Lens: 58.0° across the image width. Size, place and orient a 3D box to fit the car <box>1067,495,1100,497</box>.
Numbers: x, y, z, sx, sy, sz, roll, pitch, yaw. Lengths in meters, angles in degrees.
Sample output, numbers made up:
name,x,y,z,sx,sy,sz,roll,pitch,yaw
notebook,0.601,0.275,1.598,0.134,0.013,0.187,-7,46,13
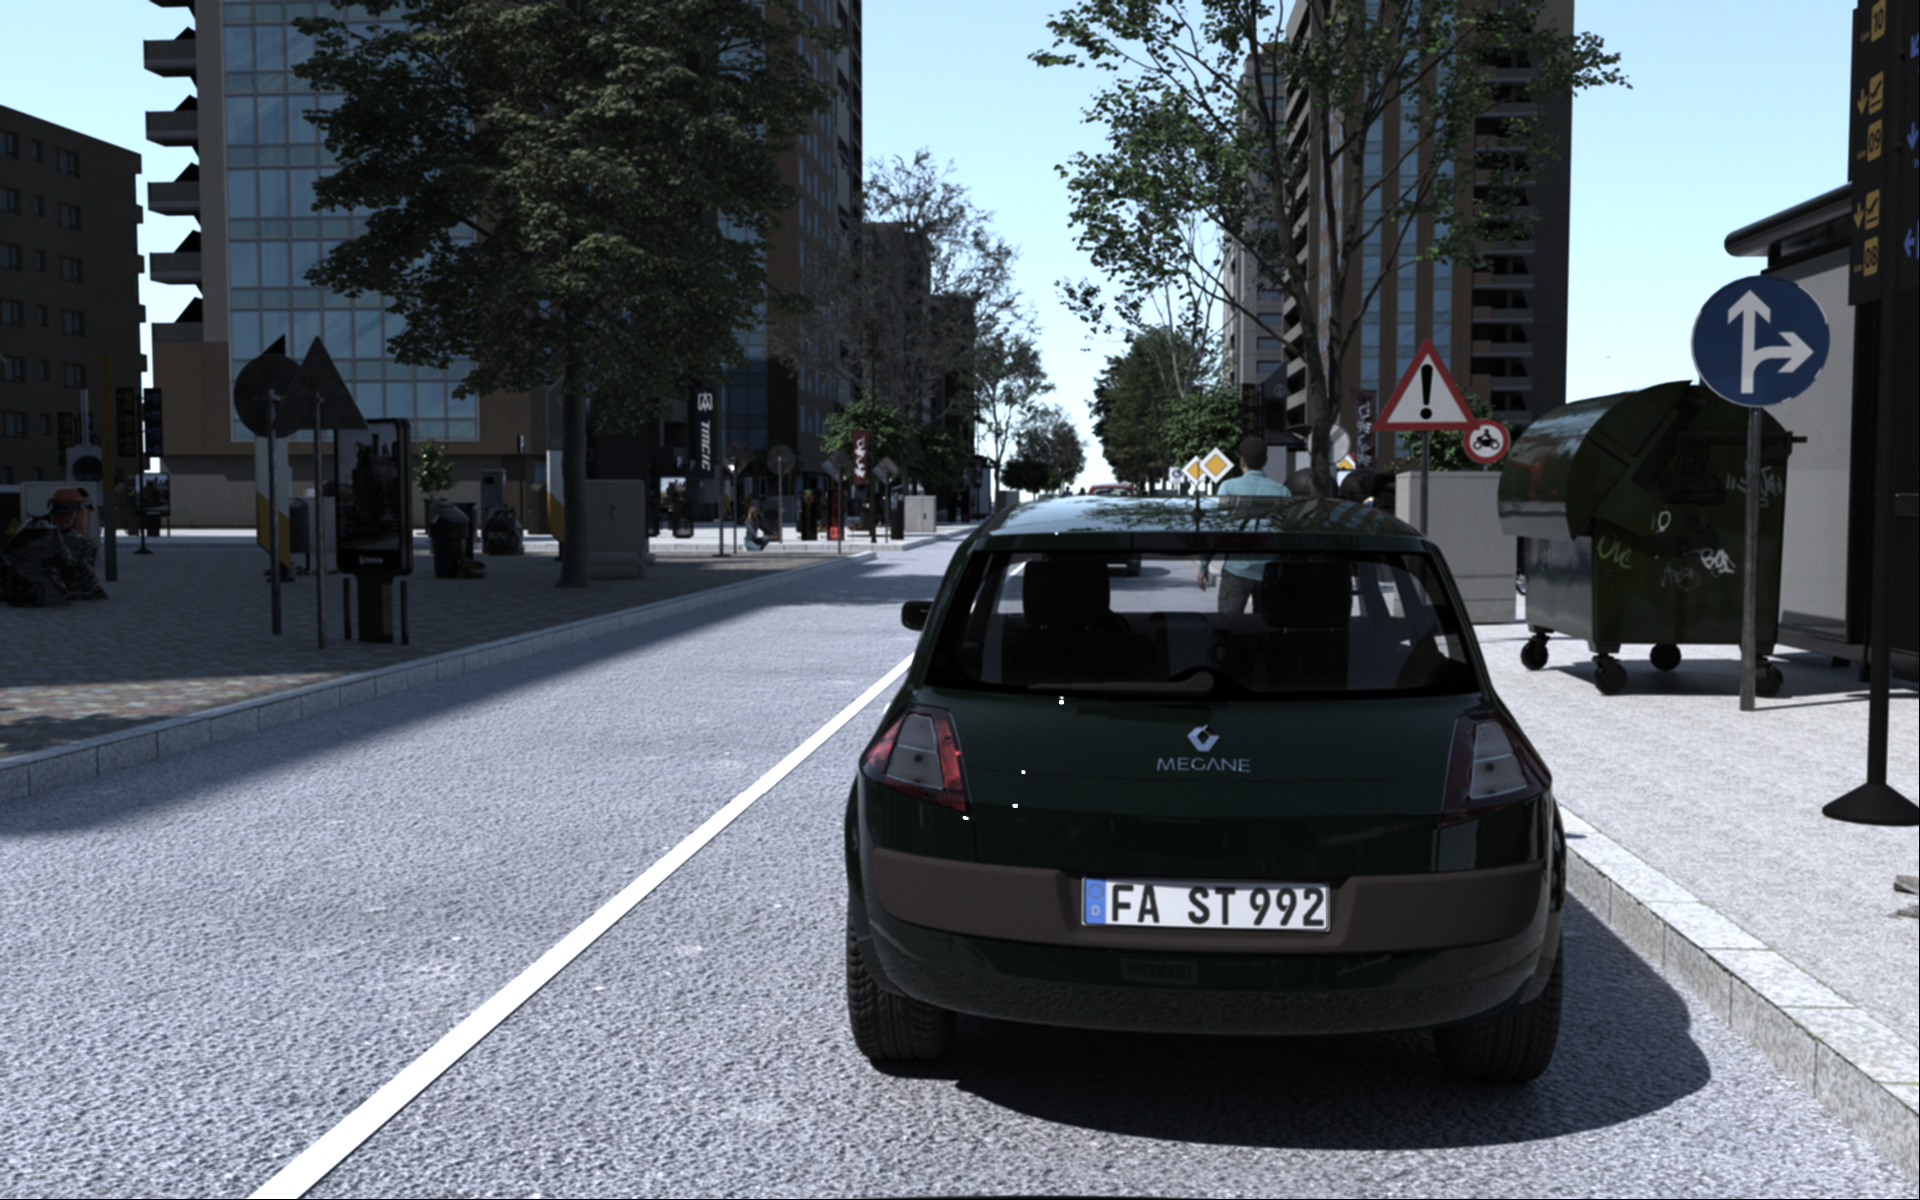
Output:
name,x,y,z,sx,sy,sz,roll,pitch,yaw
car,2.458,-1.213,31.835,2.014,1.417,4.499,0,4,6

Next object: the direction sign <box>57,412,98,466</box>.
name,x,y,z,sx,sy,sz,roll,pitch,yaw
direction sign,-24.493,-3.428,48.045,0.876,3.537,0.379,-1,4,-21

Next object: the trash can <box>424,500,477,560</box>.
name,x,y,z,sx,sy,sz,roll,pitch,yaw
trash can,-8.307,-1.027,28.437,0.748,1.137,0.748,0,3,0

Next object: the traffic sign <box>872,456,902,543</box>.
name,x,y,z,sx,sy,sz,roll,pitch,yaw
traffic sign,-1.910,-2.537,45.129,0.795,2.450,0.064,0,4,5

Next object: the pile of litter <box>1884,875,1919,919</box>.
name,x,y,z,sx,sy,sz,roll,pitch,yaw
pile of litter,3.744,0.533,5.248,1.719,0.858,1.176,2,4,23

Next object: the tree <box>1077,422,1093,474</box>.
name,x,y,z,sx,sy,sz,roll,pitch,yaw
tree,12.308,-19.409,227.707,12.009,13.543,11.850,0,3,0

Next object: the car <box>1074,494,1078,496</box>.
name,x,y,z,sx,sy,sz,roll,pitch,yaw
car,14.755,-12.378,214.379,2.014,1.417,4.499,0,4,4

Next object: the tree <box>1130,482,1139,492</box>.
name,x,y,z,sx,sy,sz,roll,pitch,yaw
tree,24.404,-15.384,246.125,1.663,3.219,1.824,0,3,0

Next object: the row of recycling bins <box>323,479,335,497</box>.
name,x,y,z,sx,sy,sz,roll,pitch,yaw
row of recycling bins,-16.296,-2.439,46.991,3.534,1.692,1.069,3,5,45

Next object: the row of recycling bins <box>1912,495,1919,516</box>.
name,x,y,z,sx,sy,sz,roll,pitch,yaw
row of recycling bins,13.851,-0.985,23.222,1.069,1.692,3.534,0,4,6

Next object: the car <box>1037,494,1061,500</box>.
name,x,y,z,sx,sy,sz,roll,pitch,yaw
car,5.189,-5.364,99.493,2.131,1.459,4.920,0,4,4

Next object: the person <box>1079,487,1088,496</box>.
name,x,y,z,sx,sy,sz,roll,pitch,yaw
person,6.510,-5.052,91.289,0.537,1.800,0.526,0,4,8

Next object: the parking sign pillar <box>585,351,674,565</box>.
name,x,y,z,sx,sy,sz,roll,pitch,yaw
parking sign pillar,-6.271,-2.628,31.441,1.447,3.967,1.447,2,4,35

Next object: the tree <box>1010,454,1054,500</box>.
name,x,y,z,sx,sy,sz,roll,pitch,yaw
tree,4.681,-9.475,138.628,4.285,4.588,4.351,0,3,0

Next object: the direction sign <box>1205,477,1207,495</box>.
name,x,y,z,sx,sy,sz,roll,pitch,yaw
direction sign,14.116,-6.395,96.560,0.379,3.537,0.876,-3,5,-40

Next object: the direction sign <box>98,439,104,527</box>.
name,x,y,z,sx,sy,sz,roll,pitch,yaw
direction sign,-33.147,-4.574,66.790,0.379,3.537,0.876,1,4,18

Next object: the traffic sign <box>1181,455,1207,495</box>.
name,x,y,z,sx,sy,sz,roll,pitch,yaw
traffic sign,6.054,-2.495,44.436,0.795,2.450,0.064,0,4,5

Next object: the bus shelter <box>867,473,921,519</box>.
name,x,y,z,sx,sy,sz,roll,pitch,yaw
bus shelter,-3.136,-6.317,80.907,2.179,5.291,8.768,0,4,5

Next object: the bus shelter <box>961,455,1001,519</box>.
name,x,y,z,sx,sy,sz,roll,pitch,yaw
bus shelter,1.011,-5.987,91.812,2.014,3.302,5.546,0,4,5

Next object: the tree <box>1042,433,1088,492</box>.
name,x,y,z,sx,sy,sz,roll,pitch,yaw
tree,15.368,-19.891,259.626,8.767,10.594,7.601,1,4,16

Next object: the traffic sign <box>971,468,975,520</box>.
name,x,y,z,sx,sy,sz,roll,pitch,yaw
traffic sign,0.589,-5.258,86.081,0.768,2.556,0.104,0,4,5

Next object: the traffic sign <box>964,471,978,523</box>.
name,x,y,z,sx,sy,sz,roll,pitch,yaw
traffic sign,0.439,-4.643,77.101,0.795,2.450,0.064,0,4,7

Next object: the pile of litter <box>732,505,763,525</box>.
name,x,y,z,sx,sy,sz,roll,pitch,yaw
pile of litter,-8.858,-3.543,71.890,1.176,0.858,1.719,3,4,37

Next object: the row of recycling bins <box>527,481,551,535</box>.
name,x,y,z,sx,sy,sz,roll,pitch,yaw
row of recycling bins,-11.996,-2.949,55.336,3.534,1.692,1.069,-1,4,-21

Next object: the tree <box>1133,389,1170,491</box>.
name,x,y,z,sx,sy,sz,roll,pitch,yaw
tree,13.701,-10.516,122.295,4.737,8.622,4.395,0,3,0

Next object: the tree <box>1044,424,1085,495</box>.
name,x,y,z,sx,sy,sz,roll,pitch,yaw
tree,16.323,-21.789,274.378,7.486,12.596,7.792,0,3,0

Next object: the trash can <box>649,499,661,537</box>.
name,x,y,z,sx,sy,sz,roll,pitch,yaw
trash can,-9.297,-2.457,51.833,0.748,1.137,0.748,0,3,0

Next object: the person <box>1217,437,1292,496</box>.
name,x,y,z,sx,sy,sz,roll,pitch,yaw
person,1.980,-0.202,11.816,0.660,1.820,0.620,-1,4,-13

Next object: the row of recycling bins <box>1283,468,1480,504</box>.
name,x,y,z,sx,sy,sz,roll,pitch,yaw
row of recycling bins,6.818,-1.239,27.367,3.534,1.692,1.069,-1,4,-13

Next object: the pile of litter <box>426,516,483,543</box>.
name,x,y,z,sx,sy,sz,roll,pitch,yaw
pile of litter,-13.276,-1.958,45.978,1.719,0.858,1.176,1,4,17

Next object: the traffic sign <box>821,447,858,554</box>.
name,x,y,z,sx,sy,sz,roll,pitch,yaw
traffic sign,-2.585,-2.051,37.173,0.795,2.450,0.064,0,4,5

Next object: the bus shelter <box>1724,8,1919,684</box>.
name,x,y,z,sx,sy,sz,roll,pitch,yaw
bus shelter,6.995,-2.107,12.087,2.179,5.291,8.768,0,4,5

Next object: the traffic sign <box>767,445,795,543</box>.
name,x,y,z,sx,sy,sz,roll,pitch,yaw
traffic sign,-4.661,-2.742,44.933,0.768,2.556,0.104,1,4,15

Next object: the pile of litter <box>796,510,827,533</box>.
name,x,y,z,sx,sy,sz,roll,pitch,yaw
pile of litter,-4.942,-2.706,58.201,1.176,0.858,1.719,1,4,21

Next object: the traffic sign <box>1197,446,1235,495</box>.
name,x,y,z,sx,sy,sz,roll,pitch,yaw
traffic sign,5.379,-2.008,36.479,0.795,2.450,0.064,0,4,5

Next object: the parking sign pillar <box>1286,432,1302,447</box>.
name,x,y,z,sx,sy,sz,roll,pitch,yaw
parking sign pillar,10.717,-4.234,57.693,1.447,3.967,1.447,1,4,10

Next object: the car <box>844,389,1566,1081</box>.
name,x,y,z,sx,sy,sz,roll,pitch,yaw
car,0.730,0.250,5.697,2.009,1.686,4.222,0,4,6

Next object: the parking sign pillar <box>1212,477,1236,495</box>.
name,x,y,z,sx,sy,sz,roll,pitch,yaw
parking sign pillar,9.398,-4.369,59.907,1.447,3.967,1.447,-1,4,-10

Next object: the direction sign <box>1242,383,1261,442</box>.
name,x,y,z,sx,sy,sz,roll,pitch,yaw
direction sign,6.127,-2.671,35.674,0.876,3.537,0.379,-2,4,-34

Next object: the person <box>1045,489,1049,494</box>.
name,x,y,z,sx,sy,sz,roll,pitch,yaw
person,5.699,-6.413,113.575,0.641,1.798,0.478,-1,4,-13

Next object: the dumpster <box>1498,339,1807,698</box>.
name,x,y,z,sx,sy,sz,roll,pitch,yaw
dumpster,4.615,-0.564,11.716,1.502,2.255,1.985,0,4,5

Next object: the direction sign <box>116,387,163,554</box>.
name,x,y,z,sx,sy,sz,roll,pitch,yaw
direction sign,-17.466,-2.748,36.934,0.876,3.537,0.379,-1,4,-22

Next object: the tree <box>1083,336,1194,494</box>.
name,x,y,z,sx,sy,sz,roll,pitch,yaw
tree,14.463,-14.126,137.609,9.857,13.997,8.962,0,3,0

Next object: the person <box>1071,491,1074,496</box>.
name,x,y,z,sx,sy,sz,roll,pitch,yaw
person,11.788,-10.549,181.699,0.721,1.743,1.217,3,5,44

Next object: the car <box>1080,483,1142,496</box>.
name,x,y,z,sx,sy,sz,roll,pitch,yaw
car,5.384,-3.237,61.599,2.281,1.827,5.304,0,4,4

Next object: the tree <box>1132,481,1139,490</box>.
name,x,y,z,sx,sy,sz,roll,pitch,yaw
tree,22.953,-16.794,224.943,4.360,8.622,3.978,0,3,0

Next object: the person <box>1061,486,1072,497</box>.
name,x,y,z,sx,sy,sz,roll,pitch,yaw
person,5.493,-4.947,89.230,0.661,1.843,0.795,1,4,19

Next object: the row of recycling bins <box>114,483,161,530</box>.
name,x,y,z,sx,sy,sz,roll,pitch,yaw
row of recycling bins,-30.113,-3.488,64.136,1.069,1.692,3.534,1,4,18

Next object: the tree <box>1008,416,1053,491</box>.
name,x,y,z,sx,sy,sz,roll,pitch,yaw
tree,6.362,-12.377,152.733,4.360,8.622,3.978,0,3,0

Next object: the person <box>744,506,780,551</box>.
name,x,y,z,sx,sy,sz,roll,pitch,yaw
person,-4.639,-1.607,40.270,0.738,1.151,1.012,3,4,38

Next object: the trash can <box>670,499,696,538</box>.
name,x,y,z,sx,sy,sz,roll,pitch,yaw
trash can,-8.053,-2.367,50.350,0.748,1.137,0.748,0,3,0

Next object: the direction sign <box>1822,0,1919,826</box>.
name,x,y,z,sx,sy,sz,roll,pitch,yaw
direction sign,3.631,-0.903,6.761,0.379,3.537,0.876,1,4,9

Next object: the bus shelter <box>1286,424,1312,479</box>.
name,x,y,z,sx,sy,sz,roll,pitch,yaw
bus shelter,10.155,-3.592,52.656,2.014,3.302,5.546,0,4,5

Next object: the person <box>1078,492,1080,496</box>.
name,x,y,z,sx,sy,sz,roll,pitch,yaw
person,10.073,-8.266,143.513,0.709,1.838,0.599,1,4,20

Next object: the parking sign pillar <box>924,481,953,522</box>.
name,x,y,z,sx,sy,sz,roll,pitch,yaw
parking sign pillar,-1.010,-5.688,81.473,1.447,3.967,1.447,-1,4,-20
